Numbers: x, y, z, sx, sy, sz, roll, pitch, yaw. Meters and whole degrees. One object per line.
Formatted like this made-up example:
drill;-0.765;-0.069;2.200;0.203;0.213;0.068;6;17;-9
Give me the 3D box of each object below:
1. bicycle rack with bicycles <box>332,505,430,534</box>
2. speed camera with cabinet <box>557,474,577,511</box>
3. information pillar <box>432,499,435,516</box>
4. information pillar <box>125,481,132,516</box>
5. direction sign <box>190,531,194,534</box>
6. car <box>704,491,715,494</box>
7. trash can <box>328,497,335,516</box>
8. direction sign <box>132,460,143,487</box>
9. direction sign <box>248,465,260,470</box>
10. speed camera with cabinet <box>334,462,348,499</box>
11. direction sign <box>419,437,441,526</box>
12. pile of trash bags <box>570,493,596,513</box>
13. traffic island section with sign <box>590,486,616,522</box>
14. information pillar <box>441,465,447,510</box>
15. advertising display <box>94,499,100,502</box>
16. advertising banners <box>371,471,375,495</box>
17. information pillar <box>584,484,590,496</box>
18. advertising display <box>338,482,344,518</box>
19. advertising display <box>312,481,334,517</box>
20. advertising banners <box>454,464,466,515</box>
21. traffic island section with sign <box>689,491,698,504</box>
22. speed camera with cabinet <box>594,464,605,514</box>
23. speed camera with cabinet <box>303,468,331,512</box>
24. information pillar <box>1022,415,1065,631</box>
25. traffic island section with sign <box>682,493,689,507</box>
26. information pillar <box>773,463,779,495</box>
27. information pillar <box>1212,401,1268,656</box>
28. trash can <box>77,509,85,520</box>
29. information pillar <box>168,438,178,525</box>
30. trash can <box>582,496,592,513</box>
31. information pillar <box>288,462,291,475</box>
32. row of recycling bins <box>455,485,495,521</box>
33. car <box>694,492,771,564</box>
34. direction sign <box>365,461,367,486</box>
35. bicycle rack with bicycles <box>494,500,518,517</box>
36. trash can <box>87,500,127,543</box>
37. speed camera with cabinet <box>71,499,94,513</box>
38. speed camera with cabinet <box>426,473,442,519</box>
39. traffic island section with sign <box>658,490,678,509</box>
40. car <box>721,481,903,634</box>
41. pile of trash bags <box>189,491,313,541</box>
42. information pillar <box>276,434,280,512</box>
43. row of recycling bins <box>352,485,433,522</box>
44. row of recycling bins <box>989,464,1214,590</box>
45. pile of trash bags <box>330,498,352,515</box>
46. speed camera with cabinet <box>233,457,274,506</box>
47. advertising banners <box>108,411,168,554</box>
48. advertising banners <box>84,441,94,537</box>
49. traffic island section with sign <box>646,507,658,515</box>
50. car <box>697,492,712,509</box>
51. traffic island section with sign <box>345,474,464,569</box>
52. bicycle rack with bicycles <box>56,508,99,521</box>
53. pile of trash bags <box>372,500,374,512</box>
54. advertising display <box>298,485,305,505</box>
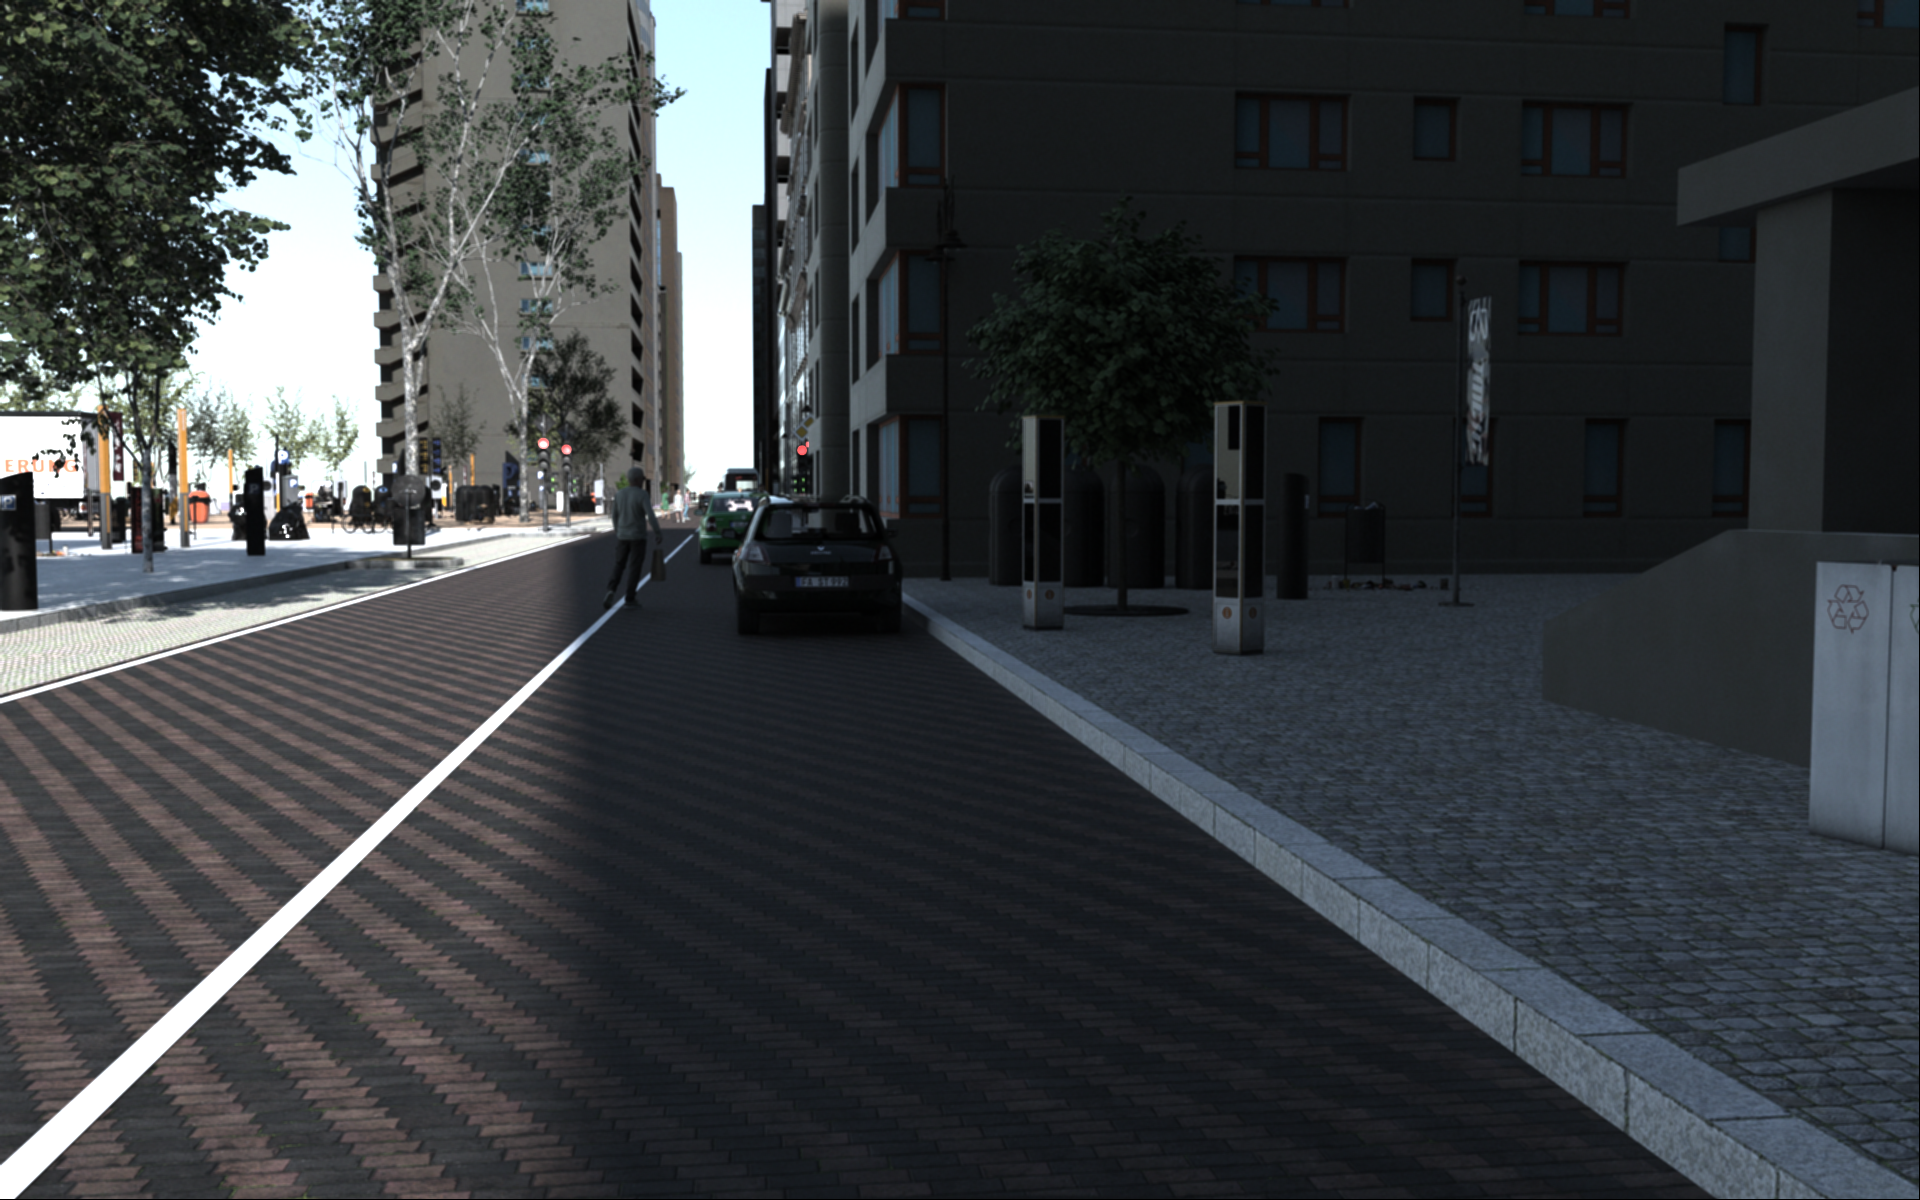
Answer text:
bicycle rack with bicycles;-19.256;-2.654;56.767;2.925;0.926;2.852;2;4;27
speed camera with cabinet;-29.334;-8.256;129.323;0.660;3.252;2.038;1;4;18
information pillar;-30.616;-5.869;100.448;0.304;2.012;0.304;-2;4;-25
information pillar;-47.749;-5.813;99.538;0.304;2.012;0.304;-2;4;-34
direction sign;-24.726;-3.874;55.341;0.379;3.537;0.876;-2;4;-28
car;-33.280;-13.570;230.545;2.281;1.827;5.304;0;4;-8
trash can;-36.173;-5.364;99.361;0.748;1.137;0.748;0;3;0
direction sign;-53.835;-7.443;113.688;0.876;3.537;0.379;0;4;1
direction sign;-54.634;-8.687;134.036;0.876;3.537;0.379;-1;4;-8
speed camera with cabinet;-37.035;-6.807;105.623;2.038;3.252;0.660;-1;4;-9
direction sign;-21.196;-4.730;69.339;0.876;3.537;0.379;-3;4;-37
pile of trash bags;-25.691;-6.647;118.426;1.912;1.369;3.447;1;4;14
traffic island section with sign;-17.997;-4.927;89.181;1.989;1.847;2.006;0;4;-7
information pillar;-41.280;-9.005;138.591;0.504;3.616;0.183;-1;4;-20
advertising display;-63.110;-7.426;126.629;0.123;1.923;0.974;0;4;2
advertising banners;-44.673;-8.251;131.087;0.090;3.025;2.074;-3;5;-41
information pillar;-27.636;-7.571;128.277;0.304;2.012;0.304;3;5;40
advertising display;-33.343;-5.388;93.313;0.123;1.923;0.974;-1;4;-11
advertising display;-30.298;-4.720;82.384;0.974;1.923;0.123;0;4;-2
advertising banners;-29.302;-6.446;101.583;0.090;3.025;2.074;-2;4;-35
traffic island section with sign;-38.429;-14.576;246.946;1.989;1.847;2.006;0;4;-7
speed camera with cabinet;-23.725;-7.320;114.022;0.660;3.252;2.038;0;4;-8
speed camera with cabinet;-47.053;-8.107;126.889;2.038;3.252;0.660;-2;4;-23
information pillar;0.787;-0.726;16.357;0.304;2.012;0.304;-1;4;-23
traffic island section with sign;-31.259;-11.190;191.591;1.989;1.847;2.006;0;4;-7
information pillar;-13.713;-8.418;128.993;0.504;3.616;0.183;2;4;26
information pillar;2.236;-0.572;13.849;0.304;2.012;0.304;-3;5;-41
trash can;-44.076;-4.612;87.066;0.748;1.137;0.748;0;3;0
information pillar;-33.081;-4.981;72.792;0.183;3.616;0.504;1;4;9
trash can;-24.986;-6.385;116.055;0.748;1.137;0.748;0;3;0
information pillar;-48.938;-8.246;126.180;0.183;3.616;0.504;3;5;41
row of recycling bins;-22.980;-4.573;81.880;1.069;1.692;3.534;-2;4;-35
car;-4.693;-1.726;37.022;1.959;1.807;4.718;-1;4;-9
direction sign;-40.220;-7.660;117.239;0.379;3.537;0.876;-2;4;-24
bicycle rack with bicycles;-26.636;-5.184;98.135;2.852;0.926;2.925;-2;4;-34
trash can;-22.107;-2.050;45.167;0.748;1.137;0.748;0;3;0
speed camera with cabinet;-54.114;-6.902;107.177;0.660;3.252;2.038;1;4;12
speed camera with cabinet;-27.437;-5.735;88.109;2.038;3.252;0.660;-2;4;-33
traffic island section with sign;-27.800;-9.555;164.858;1.989;1.847;2.006;0;4;-7
car;-1.640;-0.576;19.205;2.009;1.686;4.222;0;4;-8
pile of trash bags;-19.954;-2.367;48.451;3.447;1.369;1.912;0;4;6
information pillar;-26.446;-4.636;67.153;0.183;3.616;0.504;-1;4;-18
row of recycling bins;-26.356;-4.483;80.408;3.534;1.692;1.069;-1;4;-22
row of recycling bins;2.060;-1.032;23.978;3.534;1.692;1.069;1;4;21
pile of trash bags;-36.781;-5.633;101.848;3.447;1.369;1.912;0;4;-5
speed camera with cabinet;-37.876;-6.022;92.790;2.038;3.252;0.660;-1;4;-17
advertising banners;-17.796;-2.525;37.479;0.090;3.025;2.074;0;4;6
advertising banners;-26.238;-3.421;52.125;0.090;3.025;2.074;-1;4;-22
traffic island section with sign;-21.467;-6.562;115.913;1.989;1.847;2.006;0;4;-7
car;-24.156;-9.542;165.793;2.009;1.686;4.222;-1;4;-9
traffic island section with sign;-10.866;-1.555;34.048;1.989;1.847;2.006;0;4;-7
bicycle rack with bicycles;-43.114;-4.303;83.730;2.925;0.926;2.852;-1;4;-19
pile of trash bags;-44.215;-7.217;127.744;3.447;1.369;1.912;0;4;6
advertising display;-48.945;-7.517;128.120;0.974;1.923;0.123;-2;4;-25
